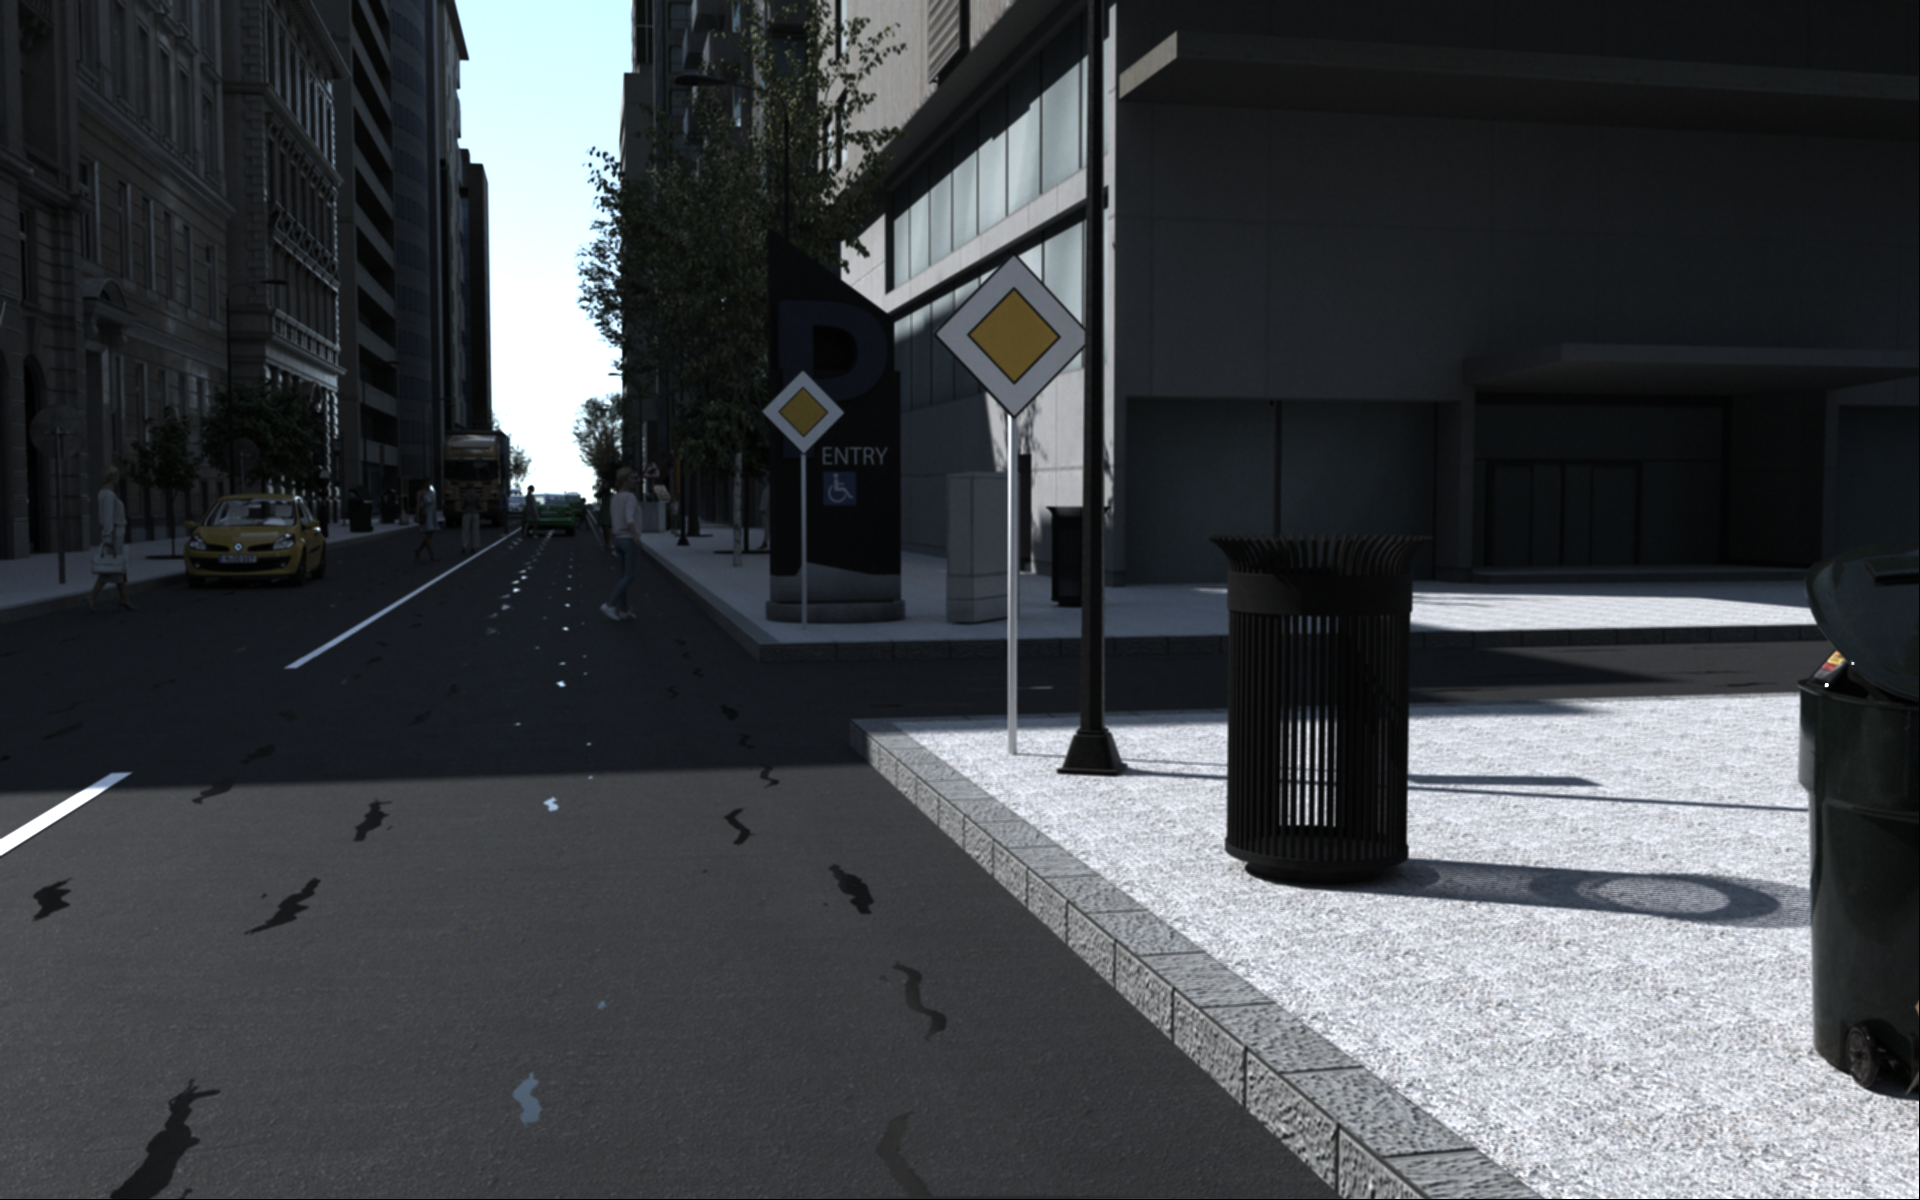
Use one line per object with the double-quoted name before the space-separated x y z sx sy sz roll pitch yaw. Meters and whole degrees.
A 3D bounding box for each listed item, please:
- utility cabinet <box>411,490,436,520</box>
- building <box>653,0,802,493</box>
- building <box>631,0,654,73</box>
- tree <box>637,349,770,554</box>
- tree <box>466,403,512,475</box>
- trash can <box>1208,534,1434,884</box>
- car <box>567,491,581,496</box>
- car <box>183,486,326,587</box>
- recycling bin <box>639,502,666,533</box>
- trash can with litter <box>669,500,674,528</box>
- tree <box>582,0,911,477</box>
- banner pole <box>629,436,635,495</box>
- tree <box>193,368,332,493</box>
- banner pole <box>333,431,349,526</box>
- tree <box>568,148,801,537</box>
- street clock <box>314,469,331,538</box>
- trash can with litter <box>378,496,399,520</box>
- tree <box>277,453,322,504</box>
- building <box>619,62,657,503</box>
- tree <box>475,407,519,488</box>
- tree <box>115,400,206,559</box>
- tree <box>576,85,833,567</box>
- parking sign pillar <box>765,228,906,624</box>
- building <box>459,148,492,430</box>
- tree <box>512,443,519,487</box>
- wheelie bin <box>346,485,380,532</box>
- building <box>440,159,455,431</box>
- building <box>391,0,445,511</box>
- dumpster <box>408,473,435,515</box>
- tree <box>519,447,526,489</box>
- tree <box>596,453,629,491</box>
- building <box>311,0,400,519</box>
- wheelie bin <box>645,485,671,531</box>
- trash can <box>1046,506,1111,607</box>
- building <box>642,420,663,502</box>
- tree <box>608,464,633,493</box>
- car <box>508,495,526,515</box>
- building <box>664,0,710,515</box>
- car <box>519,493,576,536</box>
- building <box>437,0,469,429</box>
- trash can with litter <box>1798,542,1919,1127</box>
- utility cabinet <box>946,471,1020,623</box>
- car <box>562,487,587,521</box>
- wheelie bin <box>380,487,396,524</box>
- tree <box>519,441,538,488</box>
"utility cabinet" -26.700 -4.742 86.217 1.173 1.500 0.318 -1 4 -21
"building" -14.618 -29.021 124.605 14.600 45.320 14.200 -1 4 -12
"building" -36.219 -48.865 237.201 20.563 71.187 20.611 -1 4 -12
"tree" -4.622 -3.294 37.571 4.285 4.588 4.351 0 3 0
"tree" -39.042 -11.657 140.950 4.360 8.622 3.978 0 3 0
"trash can" 1.214 0.353 5.880 0.748 1.137 0.748 0 3 0
"car" -53.311 -14.057 238.503 2.281 1.827 5.304 -1 4 -12
"car" -11.317 -1.083 27.924 2.015 1.641 3.980 -1 4 -14
"recycling bin" -10.267 -2.767 57.797 0.722 1.027 0.722 1 4 8
"trash can with litter" -10.821 -3.244 64.421 0.624 1.170 1.055 0 4 -8
"tree" -2.687 -4.490 23.770 4.737 8.622 4.395 0 3 0
"banner pole" -14.258 -5.220 75.356 0.401 3.779 0.863 -2 4 -31
"tree" -18.196 -3.760 45.182 4.285 4.588 4.351 0 3 0
"banner pole" -24.625 -4.817 68.781 0.401 3.779 0.863 1 4 13
"tree" -7.886 -7.719 51.966 9.928 11.665 9.643 0 3 0
"street clock" -18.734 -2.836 50.933 0.358 2.002 0.471 2 4 24
"trash can with litter" -28.279 -4.548 85.746 1.055 1.170 0.624 0 4 -6
"tree" -20.127 -3.599 53.439 1.663 3.219 1.824 0 3 0
"building" -26.785 -34.858 193.633 21.300 48.544 21.600 -1 4 -12
"tree" -40.013 -12.004 146.624 4.737 8.622 4.395 0 3 0
"tree" -15.663 -2.446 34.595 1.663 3.219 1.824 0 3 0
"tree" -4.130 -4.909 30.619 4.360 8.622 3.978 0 3 0
"parking sign pillar" -1.282 -1.790 17.731 1.447 3.967 1.447 -1 4 -16
"building" -69.002 -35.294 227.171 14.600 45.320 14.200 -1 4 -12
"tree" -47.676 -13.867 177.095 4.360 8.622 3.978 0 3 0
"wheelie bin" -20.154 -3.070 58.100 0.693 1.594 0.980 1 4 15
"building" -49.160 -22.624 141.606 14.160 30.474 14.107 -1 4 -12
"building" -47.903 -35.315 119.397 21.231 58.520 28.212 -1 4 -12
"dumpster" -25.377 -4.795 80.885 1.502 2.255 1.985 -1 4 -12
"tree" -51.200 -15.087 197.040 4.737 8.622 4.395 0 3 0
"tree" -27.158 -9.411 137.587 4.285 4.588 4.351 0 3 0
"building" -43.113 -28.788 94.389 21.300 48.544 21.600 -1 4 -12
"wheelie bin" -10.585 -3.221 60.577 0.693 1.594 0.980 3 4 38
"trash can" 1.353 -0.499 19.814 0.748 1.137 0.748 0 3 0
"building" -15.402 -51.009 146.661 22.319 86.520 31.000 -1 4 -12
"tree" -21.651 -7.103 110.737 1.663 3.219 1.824 0 3 0
"car" -26.918 -5.646 104.672 2.083 1.381 4.827 -1 4 -14
"building" -11.751 -26.123 110.708 14.154 41.232 14.086 -1 4 -12
"car" -14.389 -3.159 60.438 1.959 1.807 4.718 -1 4 -14
"building" -66.387 -36.179 180.765 28.713 52.752 27.495 -1 4 -12
"trash can with litter" 2.186 0.476 3.605 0.624 1.170 1.055 0 4 5
"utility cabinet" 0.234 -0.542 17.544 0.318 1.500 1.173 2 4 25
"car" -21.294 -5.219 94.134 1.959 1.807 4.718 -1 4 -12
"wheelie bin" -24.923 -4.128 75.393 0.693 1.594 0.980 -2 4 -28
"tree" -59.531 -17.380 234.519 4.360 8.622 3.978 0 3 0
